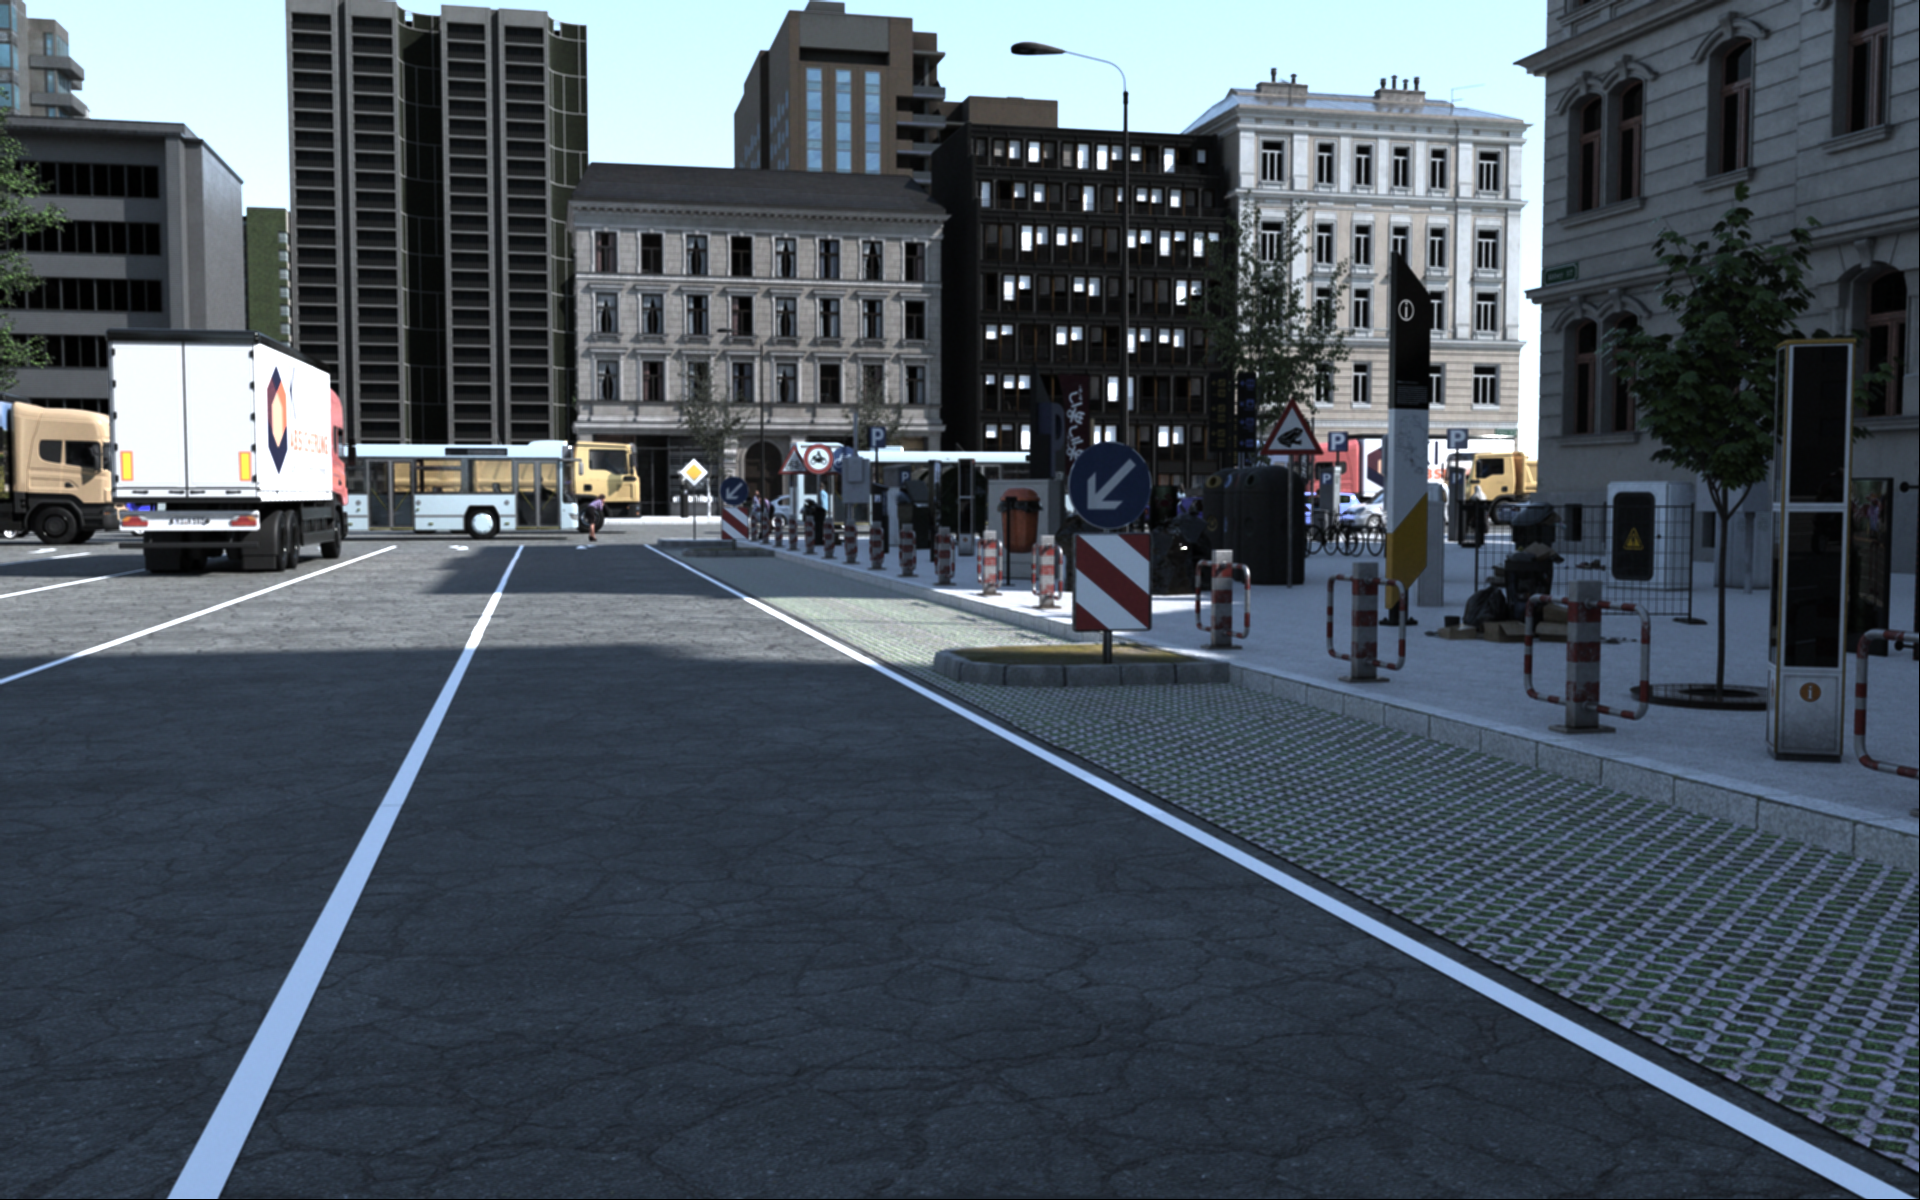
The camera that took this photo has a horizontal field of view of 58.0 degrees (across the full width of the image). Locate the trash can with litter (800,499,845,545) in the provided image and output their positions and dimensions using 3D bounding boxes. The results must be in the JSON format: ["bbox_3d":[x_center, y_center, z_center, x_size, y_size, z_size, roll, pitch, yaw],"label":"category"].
[{"bbox_3d":[-3.443,-1.959,43.411,1.055,1.170,0.624,-2,4,-24],"label":"trash can with litter"}]

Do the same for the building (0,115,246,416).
[{"bbox_3d":[-56.199,-16.856,94.663,30.058,24.678,14.314,-1,4,-13],"label":"building"}]

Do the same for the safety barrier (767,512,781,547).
[{"bbox_3d":[-4.393,-1.692,41.943,0.300,0.817,1.120,-1,4,-13],"label":"safety barrier"}]

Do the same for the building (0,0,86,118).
[{"bbox_3d":[-99.747,-33.246,163.182,30.456,49.044,23.786,-1,4,-13],"label":"building"}]

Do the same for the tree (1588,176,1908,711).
[{"bbox_3d":[4.841,-0.979,10.604,1.663,3.219,1.824,0,3,0],"label":"tree"}]

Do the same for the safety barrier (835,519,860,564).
[{"bbox_3d":[-2.010,-1.079,31.921,0.300,0.817,1.120,-1,4,-13],"label":"safety barrier"}]

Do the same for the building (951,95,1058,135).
[{"bbox_3d":[1.895,-33.132,191.820,14.200,45.320,14.600,-1,4,-13],"label":"building"}]

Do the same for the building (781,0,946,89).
[{"bbox_3d":[-9.795,-31.201,160.245,14.600,45.320,14.200,-1,4,-13],"label":"building"}]

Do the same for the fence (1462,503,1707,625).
[{"bbox_3d":[6.228,-0.373,17.301,2.264,1.192,0.480,0,4,4],"label":"fence"}]

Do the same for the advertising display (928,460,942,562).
[{"bbox_3d":[-0.475,-1.704,33.067,0.123,1.923,0.974,0,4,8],"label":"advertising display"}]

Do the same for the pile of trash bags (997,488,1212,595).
[{"bbox_3d":[1.894,-0.841,23.509,3.447,1.369,1.912,3,5,41],"label":"pile of trash bags"}]

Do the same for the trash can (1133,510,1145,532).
[{"bbox_3d":[3.959,-1.734,39.997,0.748,1.137,0.748,0,3,0],"label":"trash can"}]

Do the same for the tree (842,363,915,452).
[{"bbox_3d":[-4.694,-8.955,96.776,4.360,8.622,3.978,0,3,0],"label":"tree"}]

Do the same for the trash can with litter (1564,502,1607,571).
[{"bbox_3d":[11.199,-1.141,29.710,1.678,1.210,2.233,0,4,4],"label":"trash can with litter"}]

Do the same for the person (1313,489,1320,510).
[{"bbox_3d":[11.676,-2.796,56.079,0.662,1.594,0.647,-2,4,-34],"label":"person"}]

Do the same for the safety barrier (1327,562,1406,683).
[{"bbox_3d":[2.767,0.149,11.842,0.300,0.817,1.120,-1,4,-13],"label":"safety barrier"}]

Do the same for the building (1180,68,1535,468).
[{"bbox_3d":[24.702,-20.018,113.200,20.117,28.700,13.634,-1,4,-13],"label":"building"}]

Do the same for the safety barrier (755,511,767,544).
[{"bbox_3d":[-4.989,-1.845,44.445,0.300,0.817,1.120,-1,4,-13],"label":"safety barrier"}]

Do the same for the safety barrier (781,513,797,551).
[{"bbox_3d":[-3.800,-1.539,39.441,0.300,0.817,1.120,-1,4,-13],"label":"safety barrier"}]

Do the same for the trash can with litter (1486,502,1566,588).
[{"bbox_3d":[7.821,-0.769,23.967,1.055,1.170,0.624,-2,4,-34],"label":"trash can with litter"}]

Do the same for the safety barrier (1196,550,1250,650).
[{"bbox_3d":[2.169,-0.005,14.355,0.300,0.817,1.120,-1,4,-13],"label":"safety barrier"}]

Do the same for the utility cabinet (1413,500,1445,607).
[{"bbox_3d":[5.466,-0.551,20.172,0.306,1.237,1.020,1,4,12],"label":"utility cabinet"}]

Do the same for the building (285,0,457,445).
[{"bbox_3d":[-85.998,-49.882,253.815,20.611,71.187,20.563,-1,4,-13],"label":"building"}]

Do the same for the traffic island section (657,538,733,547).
[{"bbox_3d":[-7.414,-1.605,48.526,2.009,0.180,2.903,-1,4,-13],"label":"traffic island section"}]

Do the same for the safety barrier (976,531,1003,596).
[{"bbox_3d":[0.373,-0.466,21.895,0.300,0.817,1.120,-1,4,-13],"label":"safety barrier"}]

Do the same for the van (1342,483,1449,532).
[{"bbox_3d":[16.636,-3.613,66.079,4.112,2.044,2.013,-1,4,-14],"label":"van"}]

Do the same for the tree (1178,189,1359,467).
[{"bbox_3d":[7.554,-5.656,42.845,4.737,8.622,4.395,0,3,0],"label":"tree"}]

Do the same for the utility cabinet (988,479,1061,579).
[{"bbox_3d":[0.973,-1.070,26.170,1.173,1.500,0.318,3,5,41],"label":"utility cabinet"}]

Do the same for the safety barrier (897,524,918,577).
[{"bbox_3d":[-0.815,-0.773,26.909,0.300,0.817,1.120,-1,4,-13],"label":"safety barrier"}]

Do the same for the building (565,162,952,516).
[{"bbox_3d":[-21.375,-15.383,102.424,40.483,20.767,10.553,-1,4,-13],"label":"building"}]

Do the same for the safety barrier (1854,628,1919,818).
[{"bbox_3d":[3.953,0.455,6.837,0.300,0.817,1.120,-1,4,-13],"label":"safety barrier"}]

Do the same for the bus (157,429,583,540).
[{"bbox_3d":[-17.913,-3.648,54.499,13.247,3.499,2.948,-1,4,-12],"label":"bus"}]

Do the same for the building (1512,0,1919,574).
[{"bbox_3d":[21.280,-14.736,28.317,14.401,28.519,23.554,-1,4,-13],"label":"building"}]

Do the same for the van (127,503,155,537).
[{"bbox_3d":[-25.976,-3.357,59.273,5.245,2.365,2.240,-1,4,-13],"label":"van"}]

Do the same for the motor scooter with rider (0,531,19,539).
[{"bbox_3d":[-30.966,-2.825,55.157,1.986,1.779,0.876,-1,4,-12],"label":"motor scooter with rider"}]

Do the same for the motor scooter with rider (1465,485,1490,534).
[{"bbox_3d":[17.944,-3.140,60.301,0.876,1.779,1.986,-1,4,-12],"label":"motor scooter with rider"}]

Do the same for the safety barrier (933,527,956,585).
[{"bbox_3d":[-0.219,-0.619,24.398,0.300,0.817,1.120,-1,4,-13],"label":"safety barrier"}]

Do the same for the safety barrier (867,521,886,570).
[{"bbox_3d":[-1.414,-0.926,29.410,0.300,0.817,1.120,-1,4,-13],"label":"safety barrier"}]

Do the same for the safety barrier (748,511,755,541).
[{"bbox_3d":[-5.586,-1.999,46.951,0.300,0.817,1.120,-1,4,-13],"label":"safety barrier"}]

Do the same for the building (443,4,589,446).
[{"bbox_3d":[-65.777,-50.189,258.844,20.611,71.187,20.563,-1,4,-13],"label":"building"}]

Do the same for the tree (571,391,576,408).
[{"bbox_3d":[-29.311,-13.684,149.485,9.928,11.665,9.643,0,3,0],"label":"tree"}]

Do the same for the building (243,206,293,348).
[{"bbox_3d":[-102.102,-34.488,247.473,14.086,41.232,14.154,-1,4,-13],"label":"building"}]

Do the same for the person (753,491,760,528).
[{"bbox_3d":[-8.675,-3.879,73.991,0.319,1.574,0.516,1,4,14],"label":"person"}]

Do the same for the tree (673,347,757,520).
[{"bbox_3d":[-12.471,-8.330,86.558,4.360,8.622,3.978,0,3,0],"label":"tree"}]

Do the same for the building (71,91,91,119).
[{"bbox_3d":[-137.433,-42.883,243.138,28.212,58.520,21.231,-1,4,-13],"label":"building"}]

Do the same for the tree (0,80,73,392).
[{"bbox_3d":[-24.900,-6.849,40.197,9.928,11.665,9.643,0,3,0],"label":"tree"}]

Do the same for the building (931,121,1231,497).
[{"bbox_3d":[7.250,-17.088,109.061,15.834,23.373,12.332,-1,4,-13],"label":"building"}]

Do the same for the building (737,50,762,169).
[{"bbox_3d":[-13.880,-32.033,173.845,14.600,45.320,14.200,-1,4,-13],"label":"building"}]

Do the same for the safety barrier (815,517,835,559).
[{"bbox_3d":[-2.605,-1.232,34.423,0.300,0.817,1.120,-1,4,-13],"label":"safety barrier"}]

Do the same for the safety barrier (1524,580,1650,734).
[{"bbox_3d":[3.363,0.302,9.340,0.300,0.817,1.120,-1,4,-13],"label":"safety barrier"}]

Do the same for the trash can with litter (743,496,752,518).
[{"bbox_3d":[-11.416,-4.959,92.464,0.624,1.170,1.055,-1,4,-9],"label":"trash can with litter"}]

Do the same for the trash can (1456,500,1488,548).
[{"bbox_3d":[12.280,-1.830,41.573,0.748,1.137,0.748,0,3,0],"label":"trash can"}]

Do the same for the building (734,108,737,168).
[{"bbox_3d":[-16.707,-32.883,187.743,14.600,45.320,14.200,-1,4,-13],"label":"building"}]

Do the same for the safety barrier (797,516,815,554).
[{"bbox_3d":[-3.198,-1.386,36.931,0.300,0.817,1.120,-1,4,-13],"label":"safety barrier"}]

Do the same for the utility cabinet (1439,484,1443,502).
[{"bbox_3d":[10.318,-1.852,38.955,0.318,1.500,1.173,-2,4,-28],"label":"utility cabinet"}]

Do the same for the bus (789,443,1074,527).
[{"bbox_3d":[0.429,-4.235,64.103,13.247,3.499,2.948,-1,4,-12],"label":"bus"}]

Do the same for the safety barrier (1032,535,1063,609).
[{"bbox_3d":[0.971,-0.313,19.385,0.300,0.817,1.120,-1,4,-13],"label":"safety barrier"}]
